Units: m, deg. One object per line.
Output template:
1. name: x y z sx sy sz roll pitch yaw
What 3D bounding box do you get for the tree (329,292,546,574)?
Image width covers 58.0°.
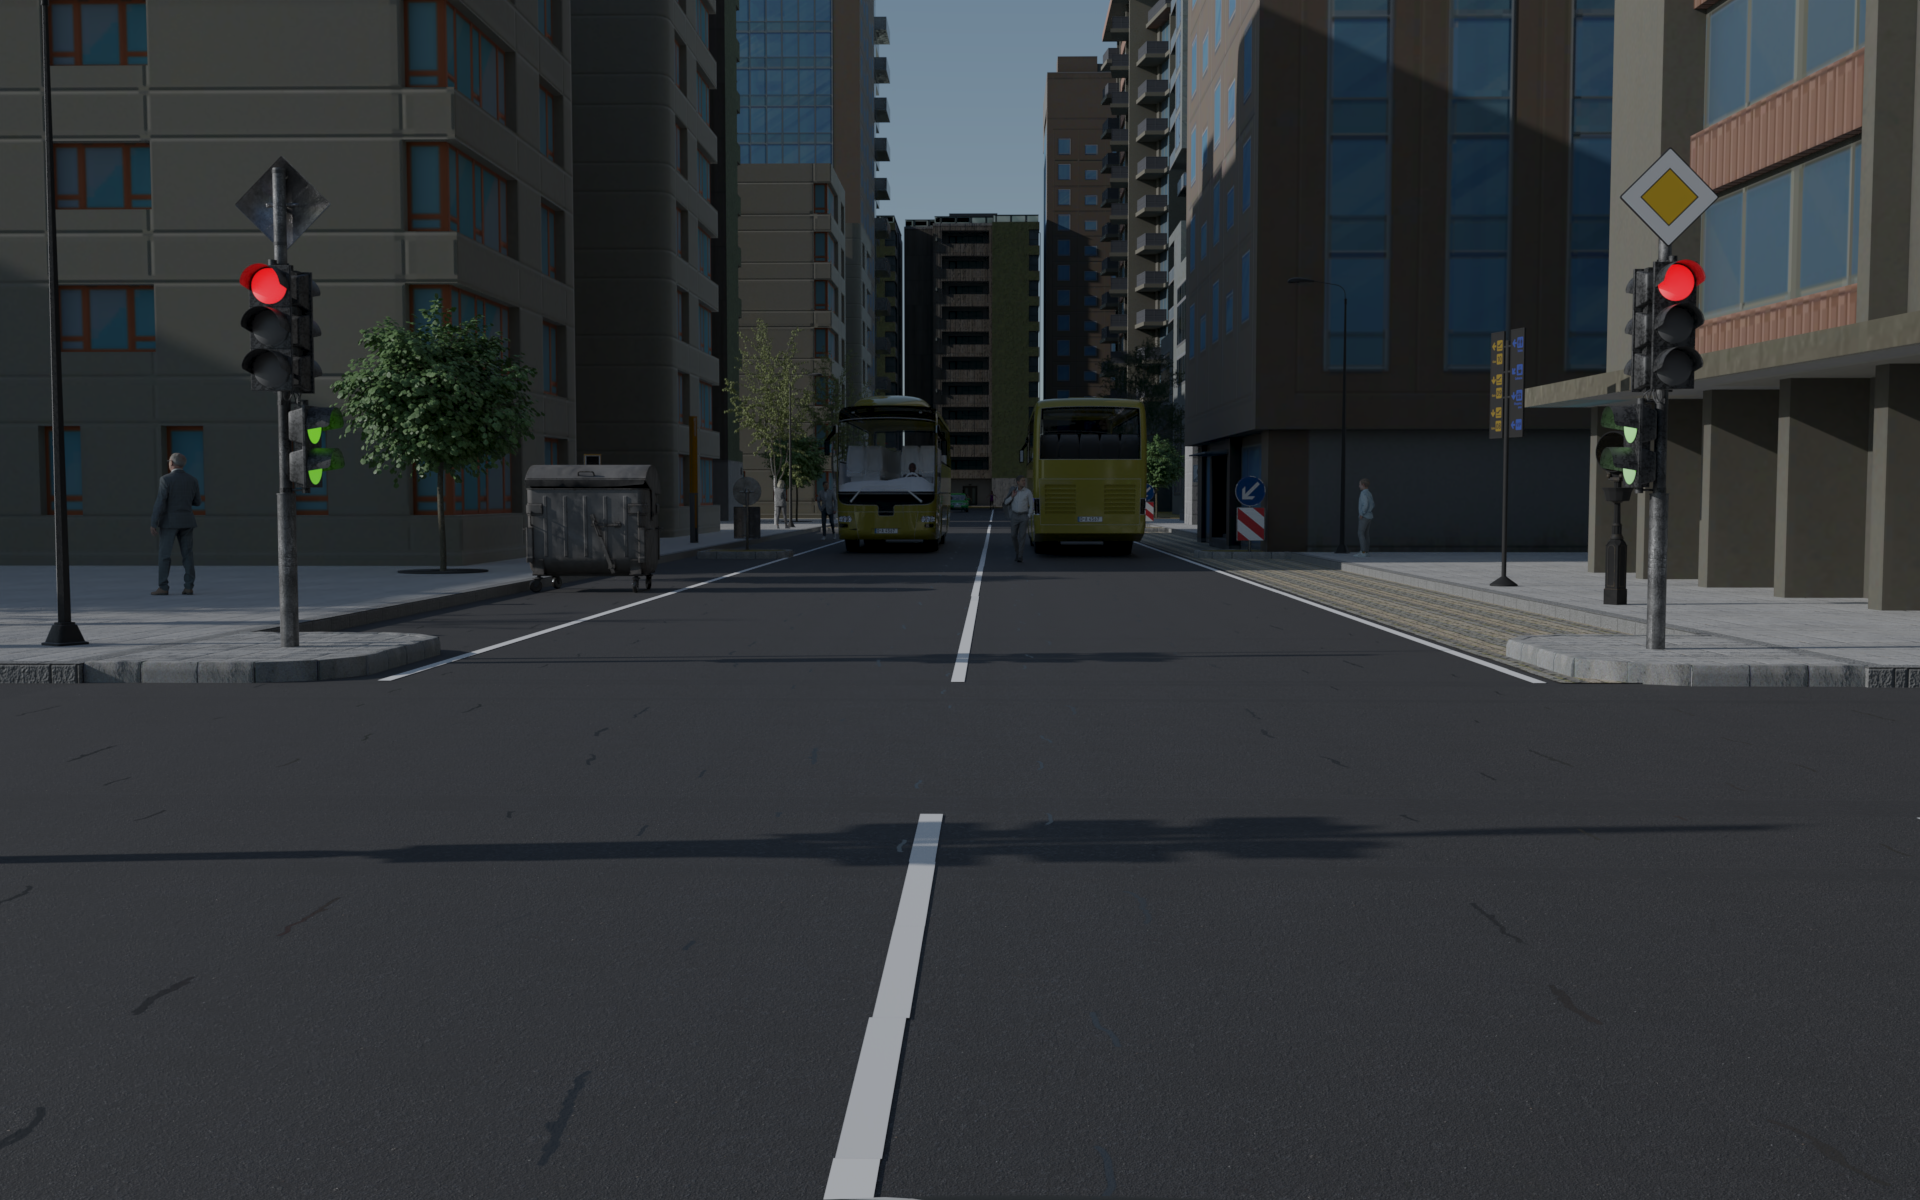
1. tree: -8.528 -2.731 28.366 4.285 4.588 4.351 0 3 0

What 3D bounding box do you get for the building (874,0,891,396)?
1. building: -21.643 -32.629 153.097 30.456 49.044 23.786 0 4 1

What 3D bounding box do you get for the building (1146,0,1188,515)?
1. building: 23.040 -49.221 117.433 22.319 86.520 31.000 0 4 1

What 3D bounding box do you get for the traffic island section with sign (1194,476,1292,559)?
1. traffic island section with sign: 6.308 -1.853 38.932 1.989 1.847 2.006 0 4 1

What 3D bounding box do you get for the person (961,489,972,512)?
1. person: 0.276 -8.084 140.686 1.348 1.822 0.705 0 4 -2

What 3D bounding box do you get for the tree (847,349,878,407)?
1. tree: -6.043 -8.328 86.518 4.737 8.622 4.395 0 3 0

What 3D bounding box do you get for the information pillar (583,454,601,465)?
1. information pillar: -6.789 -1.684 32.026 0.304 2.012 0.304 -1 4 -15

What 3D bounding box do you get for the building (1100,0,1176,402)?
1. building: 23.445 -30.212 148.584 22.147 44.769 28.867 0 4 1

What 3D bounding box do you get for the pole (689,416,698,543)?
1. pole: -6.974 -3.150 45.348 0.158 3.312 0.155 0 3 0

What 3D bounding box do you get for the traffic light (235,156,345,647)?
1. traffic light: -5.619 -1.561 14.448 0.839 4.253 0.868 0 4 1

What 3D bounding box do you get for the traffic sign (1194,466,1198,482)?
1. traffic sign: 8.473 -3.586 60.753 0.606 2.300 0.079 0 4 6

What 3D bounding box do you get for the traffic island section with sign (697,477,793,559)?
1. traffic island section with sign: -4.817 -1.868 39.175 1.989 1.847 2.006 0 4 1

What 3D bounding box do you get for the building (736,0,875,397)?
1. building: -13.631 -29.143 126.600 14.600 45.320 14.200 0 4 1

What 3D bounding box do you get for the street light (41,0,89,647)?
1. street light: -7.077 -2.569 14.548 1.470 5.913 1.316 0 4 1

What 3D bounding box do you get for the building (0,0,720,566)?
1. building: -22.386 -12.225 44.916 27.650 21.520 28.899 0 4 1

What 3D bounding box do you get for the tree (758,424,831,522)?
1. tree: -7.618 -5.879 79.843 4.285 4.588 4.351 0 3 0

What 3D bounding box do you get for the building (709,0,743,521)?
1. building: -18.088 -18.836 79.668 14.160 30.474 14.107 0 4 1

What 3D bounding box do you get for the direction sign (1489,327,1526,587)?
1. direction sign: 7.582 -1.960 24.047 0.379 3.537 0.876 -1 4 -12

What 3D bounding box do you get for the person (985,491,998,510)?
1. person: 2.867 -9.038 156.957 1.217 1.739 0.721 1 4 15

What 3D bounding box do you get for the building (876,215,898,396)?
1. building: -13.197 -25.065 181.514 14.107 30.474 14.160 0 4 1

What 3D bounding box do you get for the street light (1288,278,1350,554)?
1. street light: 7.727 -3.961 37.303 1.470 5.913 1.316 0 4 1

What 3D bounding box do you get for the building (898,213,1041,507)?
1. building: 1.249 -25.033 180.995 14.107 30.474 14.160 0 4 1

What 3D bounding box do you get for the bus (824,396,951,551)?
1. bus: -1.650 -3.386 46.908 2.896 3.916 12.252 0 4 1

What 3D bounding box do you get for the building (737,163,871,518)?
1. building: -20.250 -15.929 105.485 27.650 21.520 28.899 0 4 1

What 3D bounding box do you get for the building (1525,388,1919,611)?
1. building: 23.614 -22.549 23.294 28.867 44.769 22.147 0 4 1

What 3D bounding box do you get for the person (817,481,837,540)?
1. person: -4.149 -2.805 54.213 0.661 1.843 0.795 1 4 10

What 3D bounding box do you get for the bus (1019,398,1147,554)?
1. bus: 3.029 -3.236 44.459 2.896 3.916 12.252 0 4 1

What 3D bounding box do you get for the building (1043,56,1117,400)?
1. building: 15.941 -32.458 180.797 14.200 45.320 14.600 0 4 1

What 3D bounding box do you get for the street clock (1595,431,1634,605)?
1. street clock: 7.608 -0.947 20.053 0.358 2.002 0.471 -2 4 -32

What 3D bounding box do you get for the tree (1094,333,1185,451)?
1. tree: 10.305 -10.102 99.581 7.601 10.594 8.767 -1 4 -10

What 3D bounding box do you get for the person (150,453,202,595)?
1. person: -10.024 -0.969 22.064 0.590 1.801 0.661 2 4 33

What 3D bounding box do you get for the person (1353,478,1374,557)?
1. person: 8.284 -1.688 35.458 0.330 1.601 0.589 3 4 38

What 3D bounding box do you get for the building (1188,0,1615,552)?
1. building: 13.480 -24.058 43.453 14.600 45.320 14.200 0 4 1

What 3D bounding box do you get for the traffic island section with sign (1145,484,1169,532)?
1. traffic island section with sign: 6.880 -3.502 65.881 1.989 1.847 2.006 0 4 1

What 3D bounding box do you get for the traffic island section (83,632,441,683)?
1. traffic island section: -5.658 0.471 14.583 2.009 0.180 2.903 0 4 1

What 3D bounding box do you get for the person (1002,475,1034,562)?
1. person: 1.229 -1.715 36.647 0.679 1.850 0.850 1 4 10

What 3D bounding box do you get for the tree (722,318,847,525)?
1. tree: -7.706 -7.432 71.881 4.737 8.622 4.395 0 3 0

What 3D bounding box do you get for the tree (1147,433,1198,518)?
1. tree: 10.454 -6.647 92.391 4.285 4.588 4.351 0 3 0

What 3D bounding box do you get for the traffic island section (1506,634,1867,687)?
1. traffic island section: 5.780 0.486 14.339 2.009 0.180 2.903 0 4 1

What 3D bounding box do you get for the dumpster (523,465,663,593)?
1. dumpster: -5.402 -1.061 25.568 1.865 1.857 1.264 0 4 1

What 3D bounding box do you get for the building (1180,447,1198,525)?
1. building: 20.179 -32.420 72.068 21.231 58.520 28.212 0 4 1

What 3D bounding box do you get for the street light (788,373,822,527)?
1. street light: -5.975 -5.751 66.570 1.470 5.913 1.316 0 4 1

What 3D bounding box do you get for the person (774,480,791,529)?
1. person: -6.639 -3.556 64.367 0.537 1.800 0.526 3 5 40

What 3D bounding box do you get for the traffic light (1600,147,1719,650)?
1. traffic light: 5.740 -1.548 14.226 0.839 4.253 0.868 0 4 1

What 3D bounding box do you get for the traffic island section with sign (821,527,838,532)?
1. traffic island section with sign: -4.237 -3.517 66.124 1.989 1.847 2.006 0 4 1

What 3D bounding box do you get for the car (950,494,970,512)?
1. car: -0.203 -7.828 136.777 1.959 1.807 4.718 0 3 0
